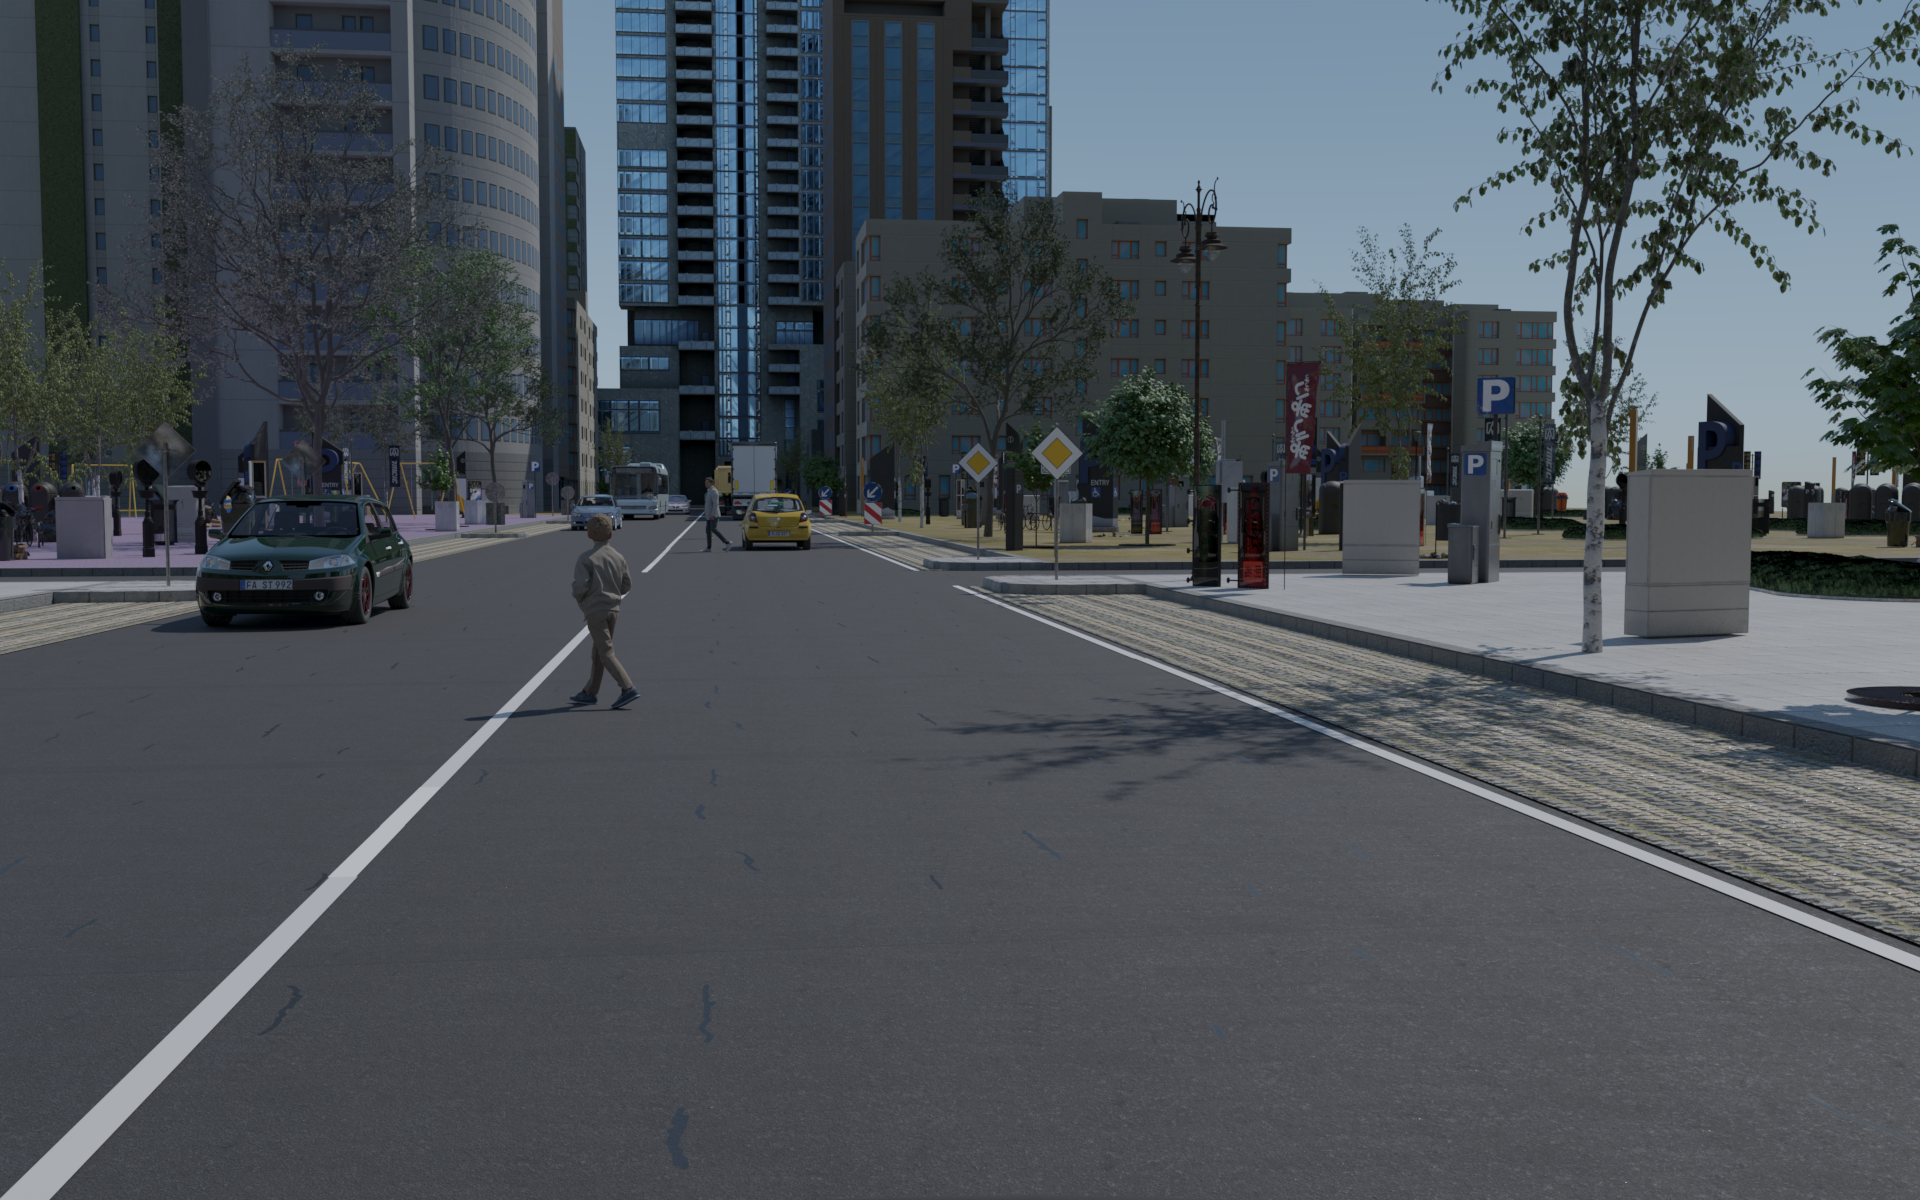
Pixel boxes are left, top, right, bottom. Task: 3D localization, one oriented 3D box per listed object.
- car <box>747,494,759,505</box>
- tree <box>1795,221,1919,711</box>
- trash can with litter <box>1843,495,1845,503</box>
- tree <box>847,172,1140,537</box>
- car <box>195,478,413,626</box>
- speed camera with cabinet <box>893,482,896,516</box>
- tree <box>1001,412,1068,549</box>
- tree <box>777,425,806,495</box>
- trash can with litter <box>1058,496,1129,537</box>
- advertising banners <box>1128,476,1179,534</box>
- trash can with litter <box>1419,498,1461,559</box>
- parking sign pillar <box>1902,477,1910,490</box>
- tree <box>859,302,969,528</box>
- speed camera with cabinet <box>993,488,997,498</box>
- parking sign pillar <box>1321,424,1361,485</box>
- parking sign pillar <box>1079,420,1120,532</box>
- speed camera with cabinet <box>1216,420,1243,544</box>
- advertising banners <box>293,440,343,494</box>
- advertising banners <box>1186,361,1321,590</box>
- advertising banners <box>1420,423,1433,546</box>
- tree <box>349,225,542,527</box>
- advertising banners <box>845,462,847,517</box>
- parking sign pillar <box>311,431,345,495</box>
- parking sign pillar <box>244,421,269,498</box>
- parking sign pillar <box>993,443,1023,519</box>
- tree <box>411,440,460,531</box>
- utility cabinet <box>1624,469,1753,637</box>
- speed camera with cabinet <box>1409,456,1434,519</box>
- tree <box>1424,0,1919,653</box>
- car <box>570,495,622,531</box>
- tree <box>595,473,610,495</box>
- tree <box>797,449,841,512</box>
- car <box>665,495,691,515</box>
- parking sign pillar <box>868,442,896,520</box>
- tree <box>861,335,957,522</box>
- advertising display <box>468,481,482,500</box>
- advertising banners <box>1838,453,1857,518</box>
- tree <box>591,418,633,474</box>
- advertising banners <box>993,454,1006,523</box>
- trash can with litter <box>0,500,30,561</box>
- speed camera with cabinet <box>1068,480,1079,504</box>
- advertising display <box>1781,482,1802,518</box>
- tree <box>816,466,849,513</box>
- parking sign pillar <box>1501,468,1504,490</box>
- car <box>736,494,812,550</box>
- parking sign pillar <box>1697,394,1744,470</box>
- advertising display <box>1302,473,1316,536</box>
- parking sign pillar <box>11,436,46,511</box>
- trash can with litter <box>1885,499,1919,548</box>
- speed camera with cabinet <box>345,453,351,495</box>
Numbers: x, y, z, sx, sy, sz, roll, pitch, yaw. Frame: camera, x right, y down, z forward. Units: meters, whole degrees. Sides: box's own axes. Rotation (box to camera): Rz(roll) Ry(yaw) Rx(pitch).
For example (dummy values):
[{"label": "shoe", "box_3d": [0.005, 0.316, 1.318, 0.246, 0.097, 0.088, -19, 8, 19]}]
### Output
[{"label": "car", "box_3d": [-8.802, -4.184, 80.201, 2.131, 1.459, 4.920, 0, 4, -7]}, {"label": "tree", "box_3d": [6.024, -0.982, 10.654, 1.663, 3.219, 1.824, 0, 3, 0]}, {"label": "trash can with litter", "box_3d": [47.027, -4.926, 91.591, 1.678, 1.210, 2.233, -2, 4, -27]}, {"label": "tree", "box_3d": [0.843, -7.142, 51.183, 8.767, 10.594, 7.601, 0, 4, -4]}, {"label": "car", "box_3d": [-7.552, -0.637, 20.197, 2.009, 1.686, 4.222, 0, 4, -8]}, {"label": "speed camera with cabinet", "box_3d": [-3.817, -6.028, 92.892, 0.660, 3.252, 2.038, 0, 4, 3]}, {"label": "tree", "box_3d": [1.766, -2.848, 41.168, 1.663, 3.219, 1.824, 0, 3, 0]}, {"label": "tree", "box_3d": [-17.777, -14.340, 184.828, 4.737, 8.622, 4.395, 0, 3, 0]}, {"label": "trash can with litter", "box_3d": [3.969, -2.490, 51.771, 2.233, 1.210, 1.678, 0, 4, -3]}, {"label": "advertising banners", "box_3d": [6.227, -3.613, 55.258, 2.074, 3.025, 0.090, 3, 5, 43]}, {"label": "trash can with litter", "box_3d": [9.461, -1.464, 34.991, 2.233, 1.210, 1.678, 1, 4, 9]}, {"label": "parking sign pillar", "box_3d": [52.810, -6.575, 95.974, 1.447, 3.967, 1.447, 0, 4, -2]}, {"label": "tree", "box_3d": [-1.677, -7.026, 65.246, 4.737, 8.622, 4.395, 0, 3, 0]}, {"label": "speed camera with cabinet", "box_3d": [2.272, -5.929, 91.273, 2.038, 3.252, 0.660, 1, 4, 12]}, {"label": "parking sign pillar", "box_3d": [14.815, -4.734, 65.880, 1.447, 3.967, 1.447, 2, 4, 33]}, {"label": "parking sign pillar", "box_3d": [4.683, -4.288, 58.577, 1.447, 3.967, 1.447, 2, 4, 31]}, {"label": "speed camera with cabinet", "box_3d": [7.321, -3.146, 45.766, 0.660, 3.252, 2.038, 0, 4, -8]}, {"label": "advertising banners", "box_3d": [-21.189, -3.732, 57.209, 0.090, 3.025, 2.074, 2, 4, 25]}, {"label": "advertising banners", "box_3d": [3.960, -1.668, 23.457, 2.074, 3.025, 0.090, 3, 5, 42]}, {"label": "advertising banners", "box_3d": [11.302, -2.828, 42.426, 0.090, 3.025, 2.074, 2, 4, 29]}, {"label": "tree", "box_3d": [-19.911, -8.651, 67.194, 9.928, 11.665, 9.643, 0, 3, 0]}, {"label": "advertising banners", "box_3d": [-6.233, -6.030, 94.774, 0.090, 3.025, 2.074, 0, 4, -2]}, {"label": "parking sign pillar", "box_3d": [-27.024, -5.232, 74.014, 1.447, 3.967, 1.447, 0, 4, -3]}, {"label": "parking sign pillar", "box_3d": [-25.848, -4.597, 63.627, 1.447, 3.967, 1.447, 0, 4, -1]}, {"label": "parking sign pillar", "box_3d": [2.543, -6.118, 88.508, 1.447, 3.967, 1.447, -1, 4, -17]}, {"label": "tree", "box_3d": [-18.342, -4.080, 61.306, 1.663, 3.219, 1.824, 0, 3, 0]}, {"label": "utility cabinet", "box_3d": [6.558, -0.424, 15.611, 1.173, 1.500, 0.318, -1, 4, -22]}, {"label": "speed camera with cabinet", "box_3d": [24.022, -5.863, 90.193, 0.660, 3.252, 2.038, 3, 4, 38]}, {"label": "tree", "box_3d": [5.373, -3.882, 13.841, 4.360, 8.622, 3.978, 0, 3, 0]}, {"label": "car", "box_3d": [-14.567, -3.517, 69.507, 2.014, 1.417, 4.499, 0, 4, -7]}, {"label": "tree", "box_3d": [-32.004, -9.838, 155.452, 1.663, 3.219, 1.824, 0, 3, 0]}, {"label": "tree", "box_3d": [-10.247, -8.721, 126.303, 4.285, 4.588, 4.351, 0, 3, 0]}, {"label": "car", "box_3d": [-19.791, -6.636, 120.866, 2.083, 1.381, 4.827, 0, 4, -8]}, {"label": "parking sign pillar", "box_3d": [-3.990, -6.079, 87.856, 1.447, 3.967, 1.447, -1, 4, -21]}, {"label": "tree", "box_3d": [-2.559, -7.903, 79.570, 4.360, 8.622, 3.978, 0, 3, 0]}, {"label": "advertising display", "box_3d": [-24.058, -4.934, 85.878, 0.123, 1.923, 0.974, 1, 4, 19]}, {"label": "advertising banners", "box_3d": [36.418, -4.582, 71.101, 0.090, 3.025, 2.074, 1, 4, 11]}, {"label": "tree", "box_3d": [-32.832, -13.084, 164.287, 4.737, 8.622, 4.395, 0, 3, 0]}, {"label": "advertising banners", "box_3d": [2.039, -4.937, 76.913, 0.090, 3.025, 2.074, 3, 5, 42]}, {"label": "trash can with litter", "box_3d": [-18.476, -1.349, 33.444, 0.624, 1.170, 1.055, 0, 4, -2]}, {"label": "speed camera with cabinet", "box_3d": [6.949, -6.746, 104.635, 0.660, 3.252, 2.038, -3, 5, -42]}, {"label": "advertising display", "box_3d": [42.958, -5.156, 89.517, 0.123, 1.923, 0.974, -3, 5, -39]}, {"label": "tree", "box_3d": [-8.537, -7.472, 116.774, 1.663, 3.219, 1.824, 0, 3, 0]}, {"label": "parking sign pillar", "box_3d": [30.223, -6.723, 98.386, 1.447, 3.967, 1.447, 2, 4, 35]}, {"label": "car", "box_3d": [-4.871, -2.165, 45.618, 2.015, 1.641, 3.980, -1, 4, -9]}, {"label": "parking sign pillar", "box_3d": [20.175, -3.518, 45.987, 1.447, 3.967, 1.447, -1, 4, -16]}, {"label": "advertising display", "box_3d": [10.678, -2.922, 52.982, 0.123, 1.923, 0.974, 0, 4, -5]}, {"label": "parking sign pillar", "box_3d": [-41.450, -5.420, 77.083, 1.447, 3.967, 1.447, 0, 4, 2]}, {"label": "trash can with litter", "box_3d": [22.923, -1.861, 41.807, 1.055, 1.170, 0.624, 2, 4, 32]}, {"label": "speed camera with cabinet", "box_3d": [-29.555, -5.363, 82.016, 2.038, 3.252, 0.660, 0, 4, 3]}]
